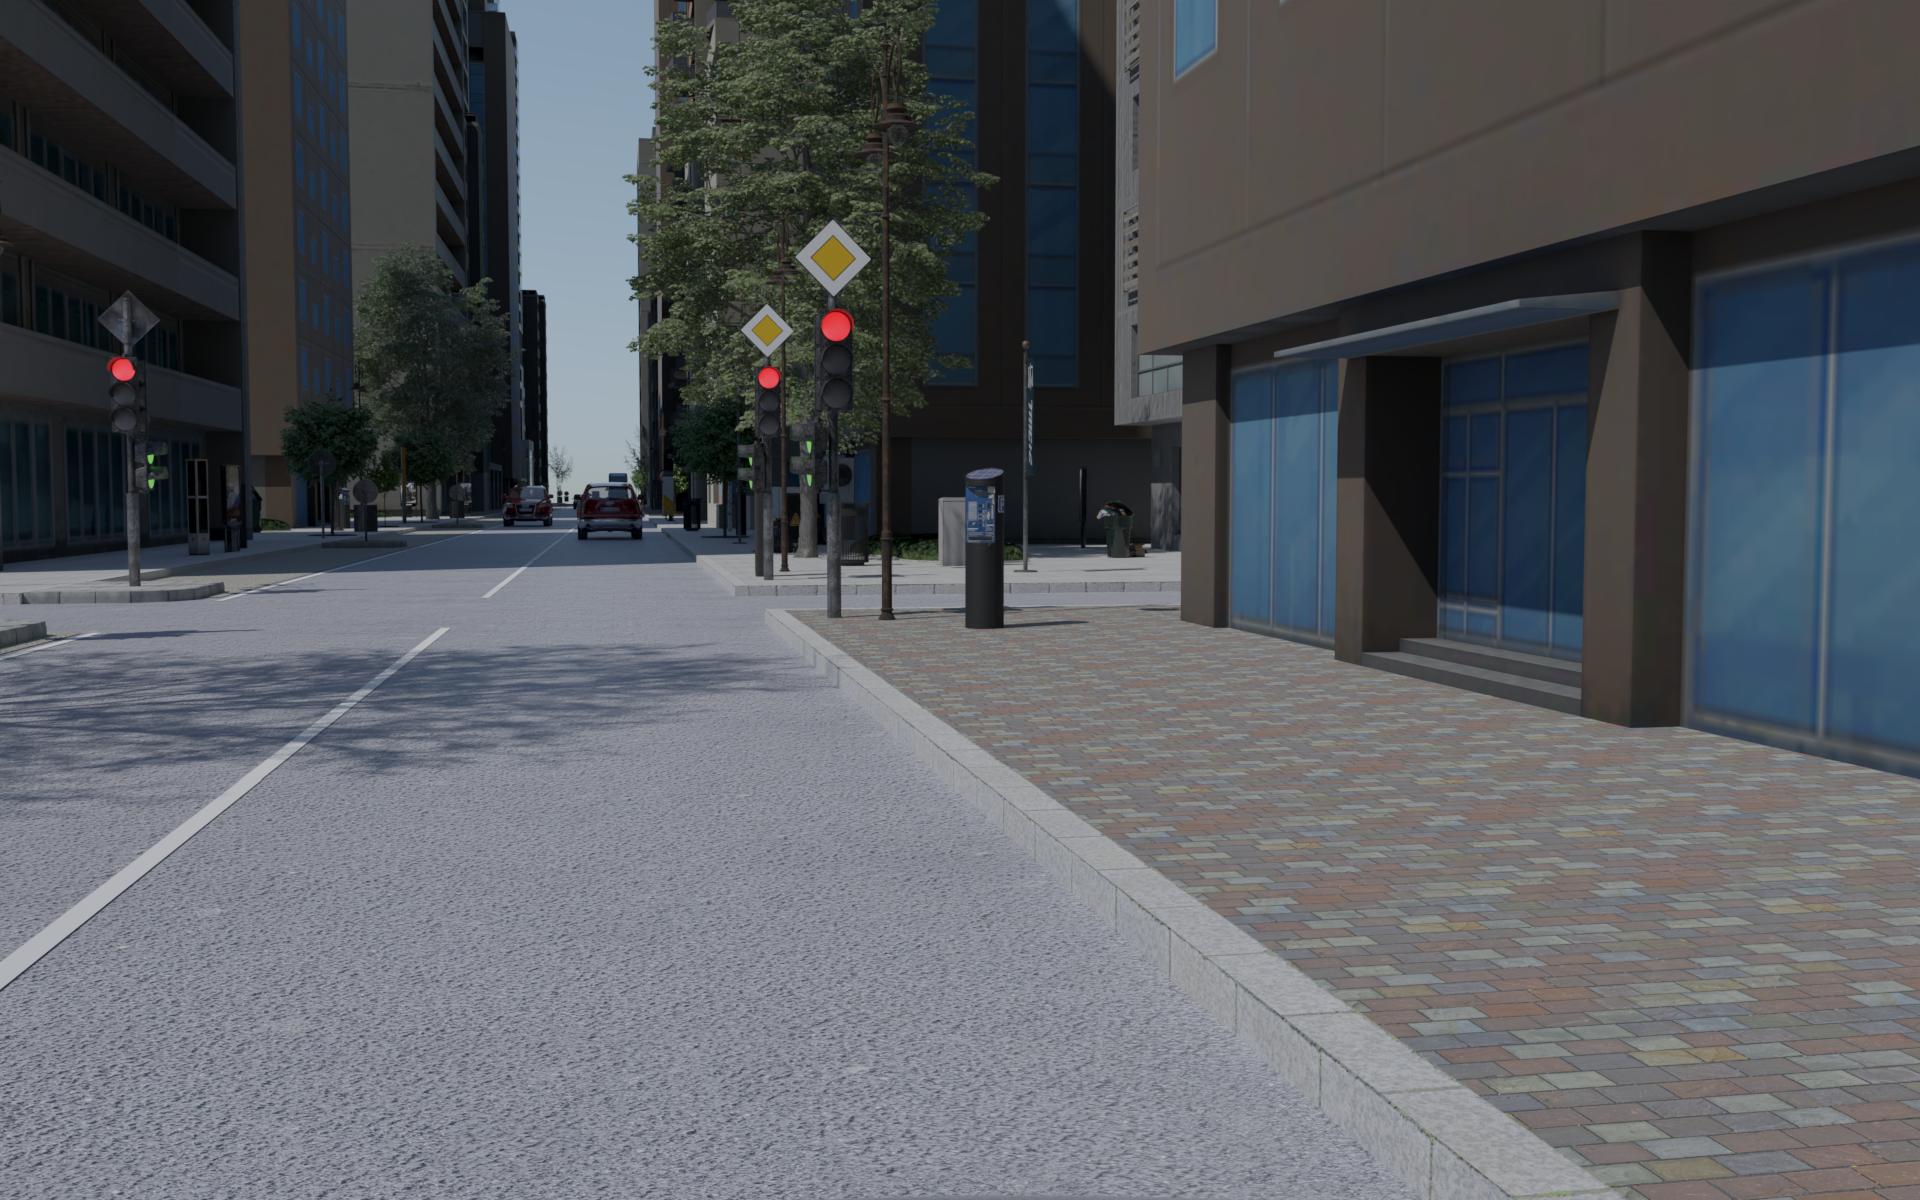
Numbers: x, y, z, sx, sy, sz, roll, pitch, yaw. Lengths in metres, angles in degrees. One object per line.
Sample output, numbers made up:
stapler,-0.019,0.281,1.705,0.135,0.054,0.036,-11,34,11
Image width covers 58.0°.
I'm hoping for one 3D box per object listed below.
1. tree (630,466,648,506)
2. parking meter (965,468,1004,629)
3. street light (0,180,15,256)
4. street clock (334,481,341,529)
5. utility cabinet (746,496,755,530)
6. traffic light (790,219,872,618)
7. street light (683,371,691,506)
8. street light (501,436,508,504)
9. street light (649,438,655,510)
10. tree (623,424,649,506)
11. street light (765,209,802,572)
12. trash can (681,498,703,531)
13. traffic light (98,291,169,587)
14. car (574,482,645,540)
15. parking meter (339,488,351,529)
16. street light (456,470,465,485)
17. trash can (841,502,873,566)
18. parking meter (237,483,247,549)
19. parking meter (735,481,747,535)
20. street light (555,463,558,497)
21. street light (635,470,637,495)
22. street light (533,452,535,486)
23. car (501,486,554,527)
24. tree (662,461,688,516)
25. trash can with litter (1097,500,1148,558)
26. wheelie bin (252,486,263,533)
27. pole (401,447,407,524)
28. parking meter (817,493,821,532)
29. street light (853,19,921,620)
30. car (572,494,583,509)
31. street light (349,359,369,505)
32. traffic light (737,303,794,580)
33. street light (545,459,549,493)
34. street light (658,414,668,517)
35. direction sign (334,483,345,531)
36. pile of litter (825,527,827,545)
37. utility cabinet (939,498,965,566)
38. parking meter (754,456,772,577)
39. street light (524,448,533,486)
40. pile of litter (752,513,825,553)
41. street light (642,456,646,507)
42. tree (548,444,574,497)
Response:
tree,-34.477,-12.584,189.463,4.285,4.588,4.351,0,3,0
parking meter,0.236,-0.499,16.576,0.372,1.533,0.369,0,3,0
street light,-13.542,-3.132,23.996,0.468,5.910,1.993,-1,4,-11
street clock,-22.632,-3.564,62.837,0.471,2.002,0.358,1,4,12
utility cabinet,-7.562,-3.142,62.532,0.306,1.237,1.020,-1,4,-23
traffic light,-1.323,-1.770,17.855,0.839,4.253,0.868,-1,4,-11
street light,-10.002,-5.576,63.959,0.468,5.910,1.993,-1,4,-11
street light,-35.277,-9.866,134.101,0.468,5.910,1.993,-1,4,-11
street light,-24.667,-10.153,138.789,0.468,5.910,1.993,-1,4,-11
tree,-32.960,-14.132,181.415,4.360,8.622,3.978,0,3,0
street light,-2.897,-3.405,28.457,0.468,5.910,1.993,-1,4,-11
trash can,-9.316,-2.969,60.188,0.748,1.137,0.748,0,3,0
traffic light,-11.462,-2.145,23.984,0.839,4.253,0.868,-1,4,-11
car,-11.362,-2.903,56.139,2.281,1.827,5.304,-1,4,-12
parking meter,-22.696,-3.393,63.887,0.372,1.533,0.369,0,3,0
street light,-28.354,-7.716,98.940,0.468,5.910,1.993,-1,4,-11
trash can,-1.937,-1.183,31.003,0.748,1.137,0.748,0,3,0
parking meter,-17.035,-1.985,40.870,0.372,1.533,0.369,0,3,0
parking meter,-6.794,-2.936,53.712,0.255,1.863,0.399,-2,4,-24
street light,-58.218,-16.968,250.208,0.468,5.910,1.993,-1,4,-11
street light,-40.944,-15.162,220.689,0.468,5.910,1.993,-1,4,-11
street light,-44.439,-12.705,180.520,0.468,5.910,1.993,-1,4,-11
car,-19.474,-4.249,78.140,2.281,1.827,5.304,-1,4,-11
tree,-16.731,-6.508,101.008,1.663,3.219,1.824,0,3,0
trash can with litter,3.306,-1.447,35.043,0.624,1.170,1.055,3,5,41
wheelie bin,-23.577,-3.035,57.530,0.693,1.594,0.980,-2,4,-35
pole,-24.209,-4.987,75.382,0.158,3.312,0.155,0,3,0
parking meter,-4.020,-2.413,47.861,0.372,1.533,0.369,0,3,0
street light,-0.745,-2.735,17.506,0.468,5.910,1.993,-1,4,-11
car,-35.539,-9.378,163.123,2.009,1.686,4.222,-1,4,-11
street light,-20.539,-5.294,59.345,0.468,5.910,1.993,-1,4,-11
traffic light,-2.869,-2.249,25.689,0.839,4.253,0.868,-1,4,-11
street light,-51.251,-14.823,215.140,0.468,5.910,1.993,-1,4,-11
street light,-17.876,-8.035,104.160,0.468,5.910,1.993,-1,4,-11
direction sign,-21.708,-4.185,60.417,0.379,3.537,0.876,0,4,-3
pile of litter,-3.853,-1.820,43.721,1.719,0.858,1.176,-1,4,-15
utility cabinet,0.141,-1.219,31.094,1.020,1.237,0.306,-1,4,-16
parking meter,-3.064,-1.301,26.989,0.255,1.863,0.399,-1,4,-10
street light,-42.134,-11.983,168.712,0.468,5.910,1.993,-1,4,-11
pile of litter,-3.936,-1.487,38.277,1.176,0.858,1.719,-2,4,-30
street light,-31.631,-12.273,173.457,0.468,5.910,1.993,-1,4,-11
tree,-58.673,-18.560,253.812,4.360,8.622,3.978,0,3,0
